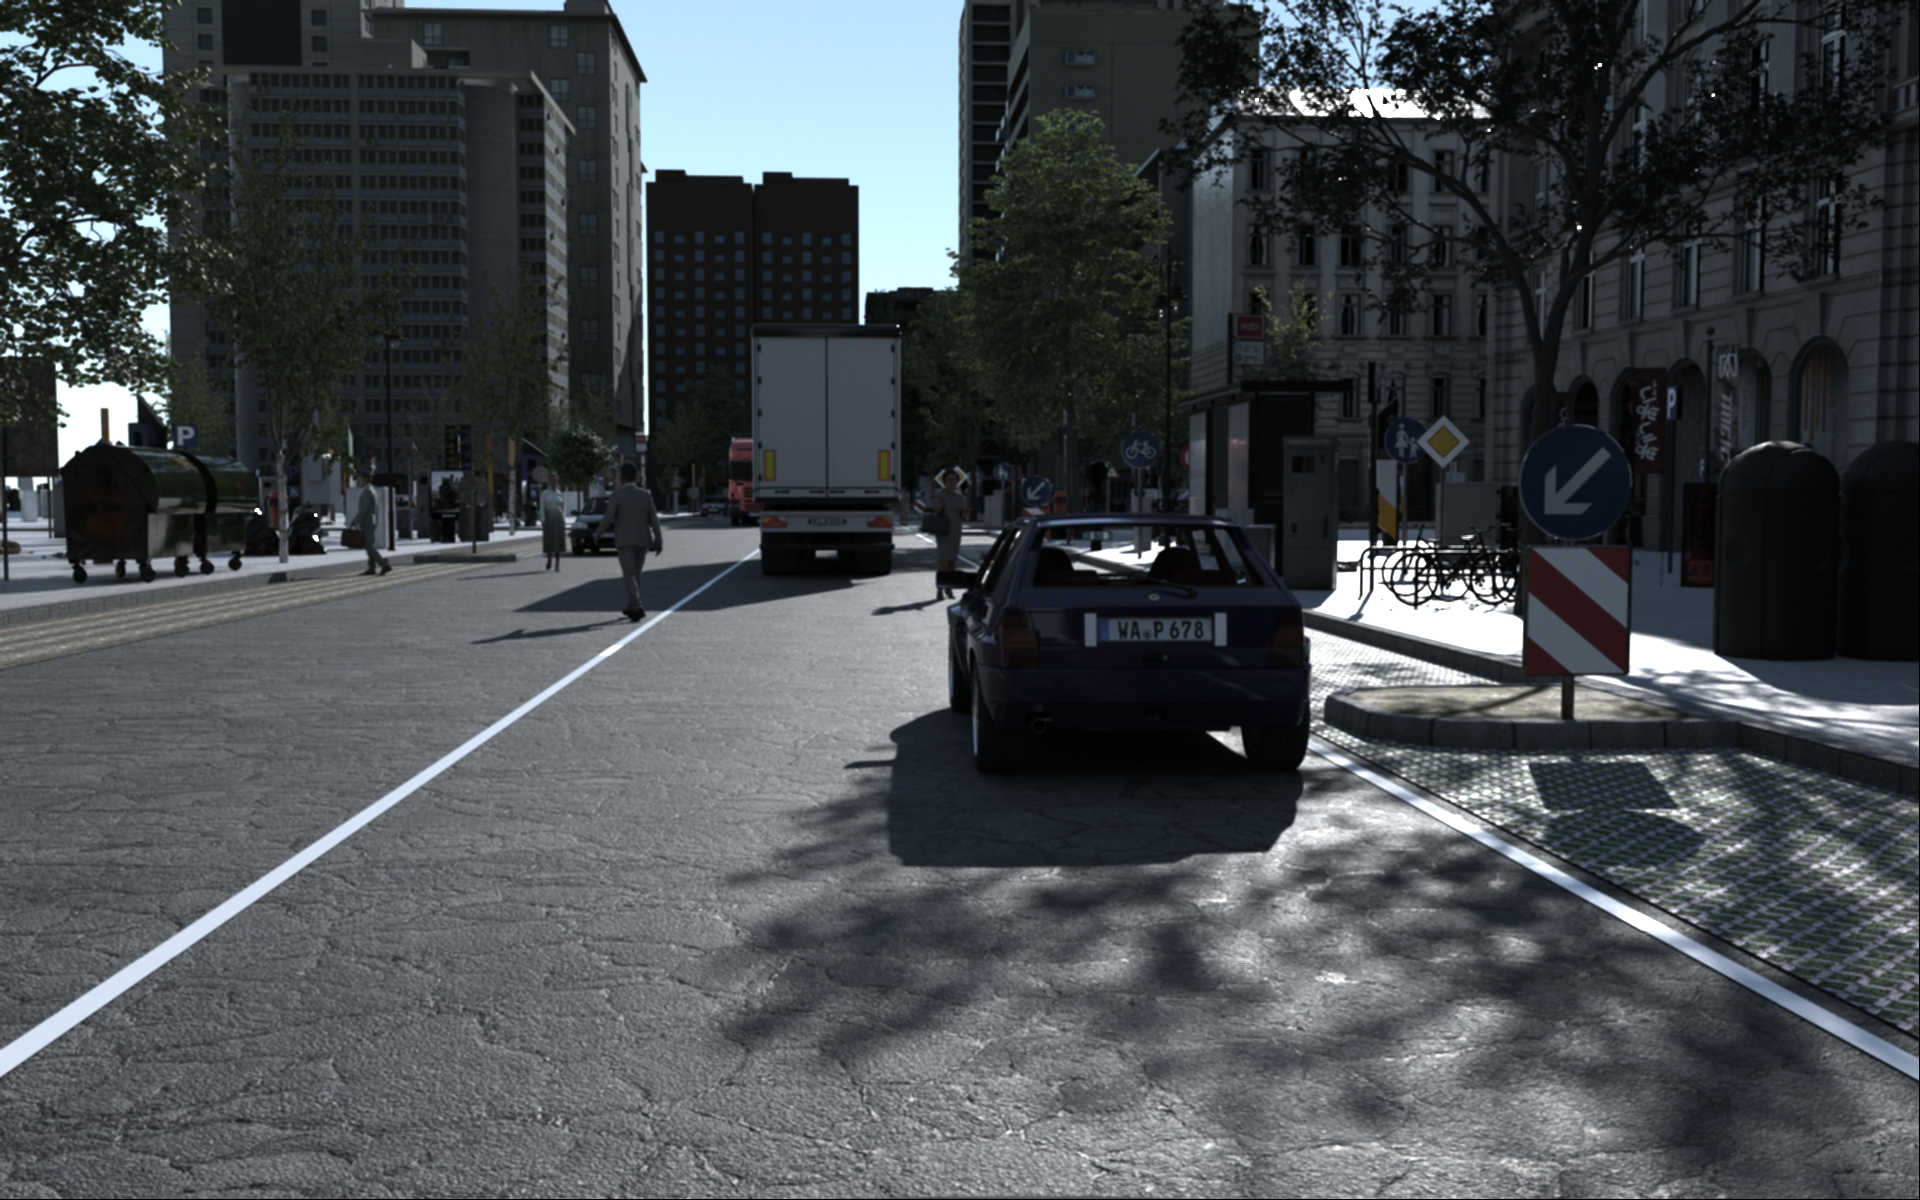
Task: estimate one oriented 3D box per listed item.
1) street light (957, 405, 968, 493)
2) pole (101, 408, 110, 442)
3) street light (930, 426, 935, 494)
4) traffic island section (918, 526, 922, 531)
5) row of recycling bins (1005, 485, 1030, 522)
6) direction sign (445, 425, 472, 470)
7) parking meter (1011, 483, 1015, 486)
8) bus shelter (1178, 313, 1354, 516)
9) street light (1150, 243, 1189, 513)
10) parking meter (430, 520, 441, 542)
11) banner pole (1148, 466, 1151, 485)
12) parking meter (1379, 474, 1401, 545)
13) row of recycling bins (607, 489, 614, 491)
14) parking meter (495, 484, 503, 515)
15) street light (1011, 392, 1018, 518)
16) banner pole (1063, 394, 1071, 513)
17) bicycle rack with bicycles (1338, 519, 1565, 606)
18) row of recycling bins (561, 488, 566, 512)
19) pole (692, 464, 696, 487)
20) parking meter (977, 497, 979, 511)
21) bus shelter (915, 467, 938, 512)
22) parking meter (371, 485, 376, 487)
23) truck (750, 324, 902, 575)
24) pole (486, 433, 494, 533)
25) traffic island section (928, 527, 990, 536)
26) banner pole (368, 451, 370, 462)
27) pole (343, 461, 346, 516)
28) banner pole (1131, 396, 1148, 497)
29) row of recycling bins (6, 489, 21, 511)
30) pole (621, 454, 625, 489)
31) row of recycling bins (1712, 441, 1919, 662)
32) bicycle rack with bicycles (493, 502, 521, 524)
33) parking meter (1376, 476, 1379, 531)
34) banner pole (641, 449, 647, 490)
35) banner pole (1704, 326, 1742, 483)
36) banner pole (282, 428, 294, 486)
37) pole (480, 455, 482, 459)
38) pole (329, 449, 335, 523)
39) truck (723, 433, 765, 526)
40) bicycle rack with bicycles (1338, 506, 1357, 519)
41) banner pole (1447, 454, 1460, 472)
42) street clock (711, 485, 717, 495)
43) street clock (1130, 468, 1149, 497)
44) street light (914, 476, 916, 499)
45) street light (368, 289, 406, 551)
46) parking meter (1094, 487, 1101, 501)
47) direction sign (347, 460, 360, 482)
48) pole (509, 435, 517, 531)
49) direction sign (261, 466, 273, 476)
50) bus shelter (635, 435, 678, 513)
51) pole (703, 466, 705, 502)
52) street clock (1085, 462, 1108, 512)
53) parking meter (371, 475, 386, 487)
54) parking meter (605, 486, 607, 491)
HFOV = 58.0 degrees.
[{"bbox_3d":[0.117,-7.026,87.656,0.468,5.910,1.993,0,4,-4],"label":"street light"},{"bbox_3d":[-20.277,-2.894,41.157,0.158,3.312,0.155,0,3,0],"label":"pole"},{"bbox_3d":[-1.790,-8.712,115.227,0.468,5.910,1.993,0,4,-4],"label":"street light"},{"bbox_3d":[-0.618,-2.821,68.409,2.009,0.180,2.903,0,4,-4],"label":"traffic island section"},{"bbox_3d":[2.820,-4.440,79.713,1.069,1.692,3.534,-1,4,-10],"label":"row of recycling bins"},{"bbox_3d":[-16.512,-3.979,57.058,0.876,3.537,0.379,0,4,3],"label":"direction sign"},{"bbox_3d":[2.856,-5.280,92.045,0.255,1.863,0.399,0,4,0],"label":"parking meter"},{"bbox_3d":[5.913,-3.578,36.137,2.179,5.291,8.768,0,4,-4],"label":"bus shelter"},{"bbox_3d":[3.861,-3.628,32.111,0.468,5.910,1.993,0,4,-4],"label":"street light"},{"bbox_3d":[-13.996,-2.487,46.368,0.399,1.863,0.255,3,4,38],"label":"parking meter"},{"bbox_3d":[6.523,-4.335,60.892,0.401,3.779,0.863,-1,4,-19],"label":"banner pole"},{"bbox_3d":[10.791,-2.299,43.306,0.399,1.863,0.255,0,4,-5],"label":"parking meter"},{"bbox_3d":[-26.037,-7.514,129.969,3.534,1.692,1.069,3,4,36],"label":"row of recycling bins"},{"bbox_3d":[-26.891,-5.826,100.965,0.399,1.863,0.255,-3,5,-41],"label":"parking meter"},{"bbox_3d":[1.950,-5.327,59.879,0.468,5.910,1.993,0,4,-4],"label":"street light"},{"bbox_3d":[2.681,-3.277,43.591,0.401,3.779,0.863,-1,4,-9],"label":"banner pole"},{"bbox_3d":[6.219,-0.462,20.939,2.925,0.926,2.852,0,4,-6],"label":"bicycle rack with bicycles"},{"bbox_3d":[-29.607,-7.447,128.875,1.069,1.692,3.534,-1,4,-11],"label":"row of recycling bins"},{"bbox_3d":[-17.915,-7.512,116.669,0.158,3.312,0.155,0,3,0],"label":"pole"},{"bbox_3d":[1.290,-7.571,129.496,0.399,1.863,0.255,-1,4,-18],"label":"parking meter"},{"bbox_3d":[-2.068,-7.916,123.356,2.014,3.302,5.546,0,4,-4],"label":"bus shelter"},{"bbox_3d":[-15.642,-2.288,45.823,0.372,1.533,0.369,0,3,0],"label":"parking meter"},{"bbox_3d":[-2.652,-2.770,34.196,2.839,4.237,11.283,0,4,-5],"label":"truck"},{"bbox_3d":[-15.618,-3.895,57.522,0.158,3.312,0.155,0,3,0],"label":"pole"},{"bbox_3d":[-0.075,-2.334,60.443,2.009,0.180,2.903,0,4,-4],"label":"traffic island section"},{"bbox_3d":[-34.439,-6.815,101.444,0.401,3.779,0.863,1,4,12],"label":"banner pole"},{"bbox_3d":[-36.123,-6.597,101.710,0.158,3.312,0.155,0,3,0],"label":"pole"},{"bbox_3d":[4.475,-3.331,44.483,0.401,3.779,0.863,0,4,-5],"label":"banner pole"},{"bbox_3d":[-71.151,-7.481,129.430,1.069,1.692,3.534,3,5,41],"label":"row of recycling bins"},{"bbox_3d":[-17.071,-5.747,87.813,0.158,3.312,0.155,0,3,0],"label":"pole"},{"bbox_3d":[7.797,-0.395,13.578,3.534,1.692,1.069,0,4,2],"label":"row of recycling bins"},{"bbox_3d":[-20.632,-3.808,75.645,2.925,0.926,2.852,-2,4,-31],"label":"bicycle rack with bicycles"},{"bbox_3d":[13.850,-3.159,57.368,0.399,1.863,0.255,-2,4,-29],"label":"parking meter"},{"bbox_3d":[-17.601,-6.520,96.614,0.401,3.779,0.863,-3,4,-36],"label":"banner pole"},{"bbox_3d":[11.274,-2.186,25.762,0.401,3.779,0.863,-1,4,-17],"label":"banner pole"},{"bbox_3d":[-25.638,-4.657,66.155,0.863,3.779,0.401,0,4,6],"label":"banner pole"},{"bbox_3d":[-25.124,-5.929,90.783,0.158,3.312,0.155,0,3,0],"label":"pole"},{"bbox_3d":[-28.308,-5.150,78.042,0.158,3.312,0.155,0,3,0],"label":"pole"},{"bbox_3d":[-9.291,-5.653,81.337,2.839,4.237,11.283,0,4,-3],"label":"truck"},{"bbox_3d":[15.767,-3.763,74.912,2.925,0.926,2.852,1,4,9],"label":"bicycle rack with bicycles"},{"bbox_3d":[22.511,-5.456,79.220,0.863,3.779,0.401,-1,4,-21],"label":"banner pole"},{"bbox_3d":[-20.098,-8.374,141.476,0.358,2.002,0.471,2,4,29],"label":"street clock"},{"bbox_3d":[4.789,-2.547,46.214,0.471,2.002,0.358,1,4,14],"label":"street clock"},{"bbox_3d":[-3.707,-10.364,142.233,0.468,5.910,1.993,0,4,-4],"label":"street light"},{"bbox_3d":[-12.892,-4.057,39.116,0.468,5.910,1.993,0,4,-4],"label":"street light"},{"bbox_3d":[9.037,-6.602,113.658,0.399,1.863,0.255,2,4,29],"label":"parking meter"},{"bbox_3d":[-40.384,-7.547,115.384,0.876,3.537,0.379,1,4,9],"label":"direction sign"},{"bbox_3d":[-15.319,-4.003,59.292,0.158,3.312,0.155,0,3,0],"label":"pole"},{"bbox_3d":[-55.699,-9.003,139.196,0.876,3.537,0.379,-1,4,-18],"label":"direction sign"},{"bbox_3d":[-21.107,-8.728,120.342,2.179,5.291,8.768,0,4,-4],"label":"bus shelter"},{"bbox_3d":[-18.878,-8.182,127.617,0.158,3.312,0.155,0,3,0],"label":"pole"},{"bbox_3d":[3.085,-2.118,39.206,0.471,2.002,0.358,-2,4,-24],"label":"street clock"},{"bbox_3d":[-17.431,-2.832,52.018,0.399,1.863,0.255,-3,4,-38],"label":"parking meter"},{"bbox_3d":[-22.100,-6.228,107.543,0.399,1.863,0.255,3,5,40],"label":"parking meter"}]
